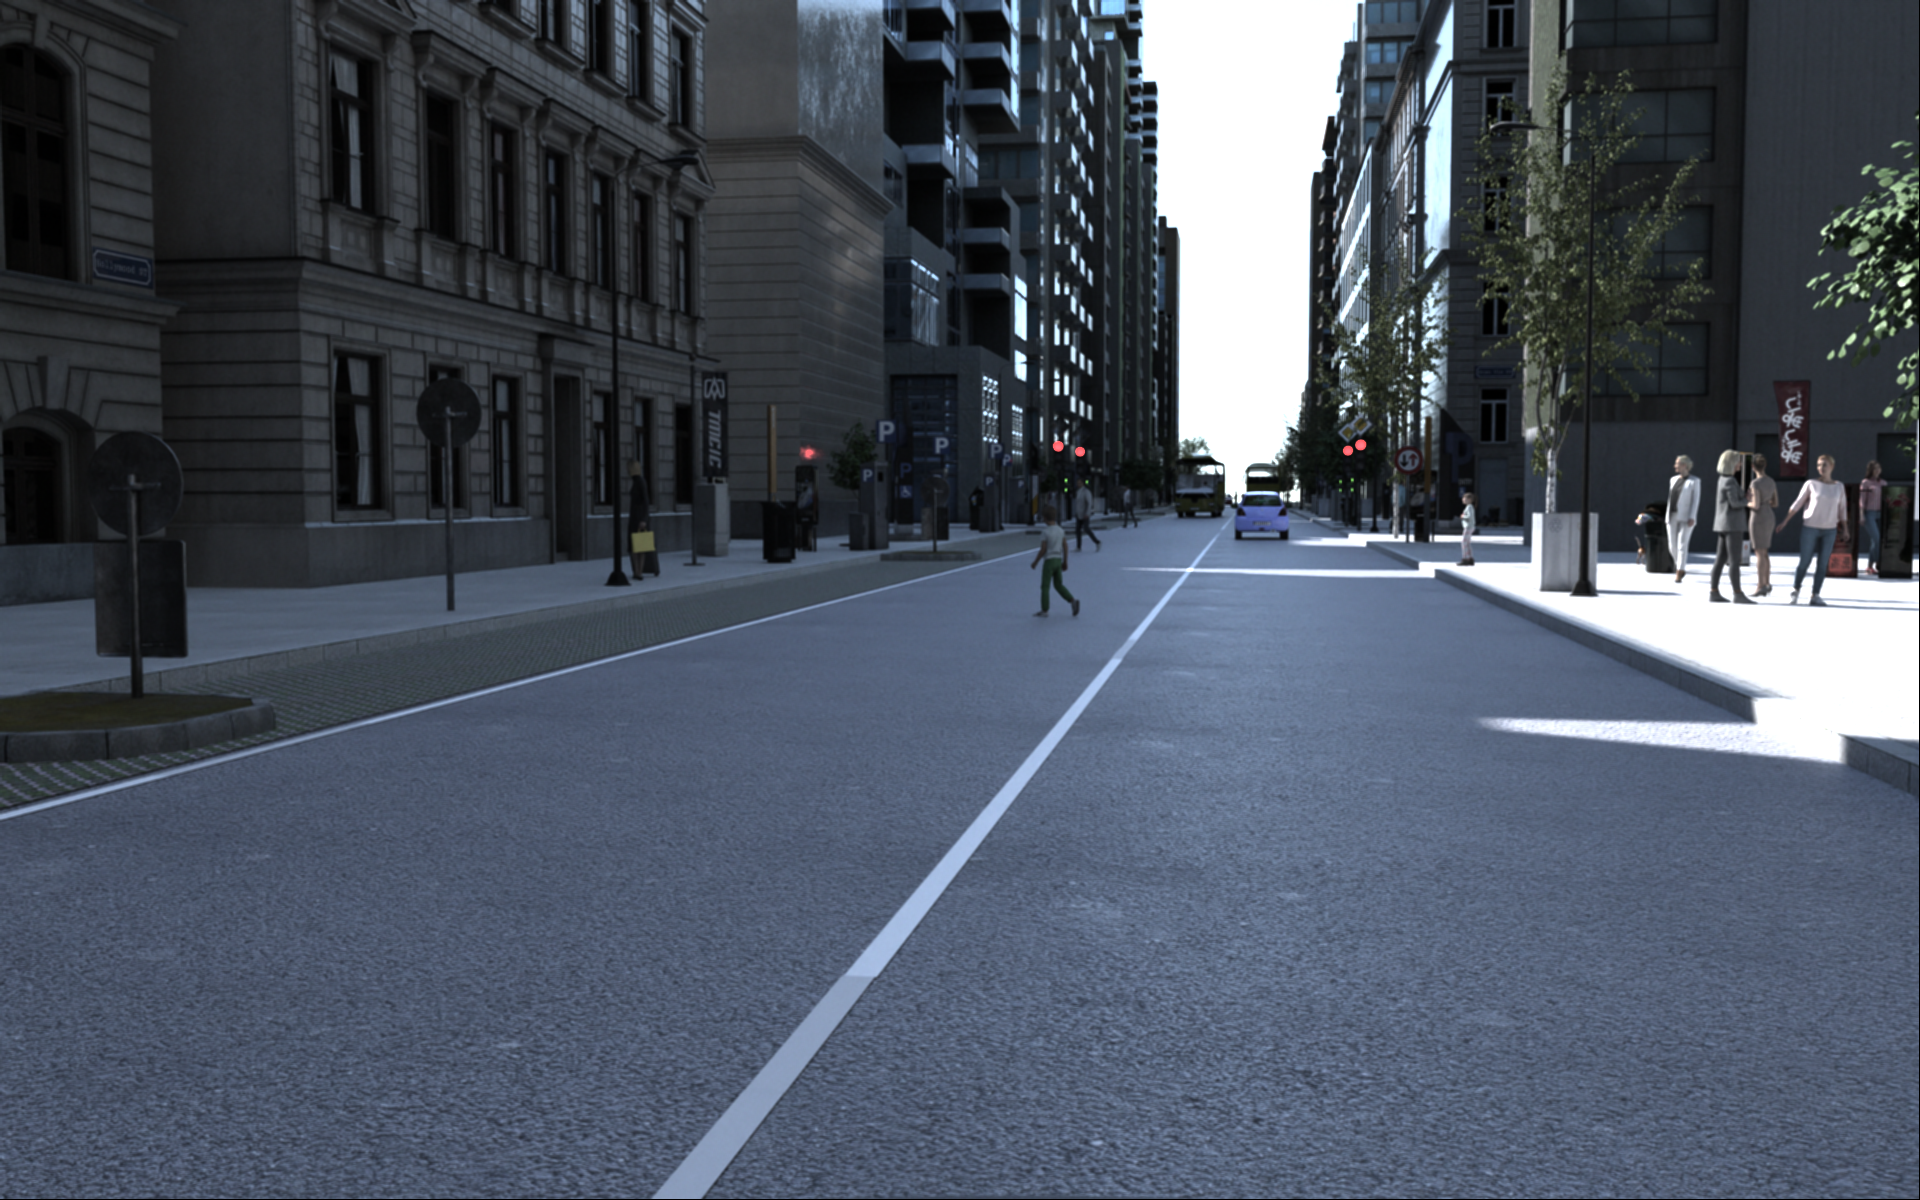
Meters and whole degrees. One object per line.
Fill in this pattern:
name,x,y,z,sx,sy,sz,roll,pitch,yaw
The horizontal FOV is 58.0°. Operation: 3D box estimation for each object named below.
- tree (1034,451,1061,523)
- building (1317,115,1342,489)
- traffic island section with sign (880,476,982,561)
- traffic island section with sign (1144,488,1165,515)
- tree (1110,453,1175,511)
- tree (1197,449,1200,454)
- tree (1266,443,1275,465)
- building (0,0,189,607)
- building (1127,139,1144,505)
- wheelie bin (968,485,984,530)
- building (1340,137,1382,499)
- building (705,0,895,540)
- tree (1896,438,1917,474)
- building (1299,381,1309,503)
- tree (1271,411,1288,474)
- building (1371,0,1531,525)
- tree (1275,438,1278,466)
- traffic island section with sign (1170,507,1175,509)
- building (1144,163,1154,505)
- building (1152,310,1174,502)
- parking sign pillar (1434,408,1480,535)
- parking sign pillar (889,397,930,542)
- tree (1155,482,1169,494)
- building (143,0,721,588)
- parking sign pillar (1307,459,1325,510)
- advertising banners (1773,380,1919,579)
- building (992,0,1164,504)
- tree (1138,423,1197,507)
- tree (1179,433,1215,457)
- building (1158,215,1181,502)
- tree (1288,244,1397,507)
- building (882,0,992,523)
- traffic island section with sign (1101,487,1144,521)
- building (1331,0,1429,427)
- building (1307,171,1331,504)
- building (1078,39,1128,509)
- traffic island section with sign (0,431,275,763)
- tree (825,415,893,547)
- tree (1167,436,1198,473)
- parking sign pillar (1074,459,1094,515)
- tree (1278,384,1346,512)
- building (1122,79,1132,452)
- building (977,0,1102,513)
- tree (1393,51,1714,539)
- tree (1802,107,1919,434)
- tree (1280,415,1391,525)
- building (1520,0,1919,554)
tree,3.732,-5.092,77.858,1.663,3.219,1.824,0,3,0
building,52.135,-33.140,196.459,22.147,44.769,28.867,1,4,10
traffic island section with sign,-0.573,-1.777,37.685,1.989,1.847,2.006,1,4,10
traffic island section with sign,13.058,-6.739,118.813,1.989,1.847,2.006,1,4,10
tree,13.390,-9.200,134.131,4.285,4.588,4.351,0,3,0
tree,33.746,-18.621,254.820,4.737,8.622,4.395,0,3,0
tree,38.270,-15.453,203.026,4.360,8.622,3.978,0,3,0
building,-18.253,-11.445,6.213,14.460,24.649,34.723,1,4,10
building,12.786,-31.269,194.843,14.154,41.232,14.086,1,4,10
wheelie bin,0.644,-3.296,61.801,0.693,1.594,0.980,0,4,2
building,37.611,-19.451,122.541,19.350,26.468,34.151,1,4,10
building,-15.425,-15.792,55.458,25.104,27.353,12.463,1,4,10
tree,17.996,-2.227,31.020,1.663,3.219,1.824,0,3,0
building,69.846,-26.762,282.601,27.650,21.520,28.899,1,4,10
tree,20.605,-9.072,98.687,4.737,8.622,4.395,0,3,0
building,29.268,-18.107,93.312,12.463,27.353,25.104,1,4,10
tree,36.797,-14.577,188.693,4.360,8.622,3.978,0,3,0
traffic island section with sign,21.432,-9.784,168.602,1.989,1.847,2.006,1,4,10
building,15.801,-32.134,208.984,14.154,41.232,14.086,1,4,10
building,25.748,-30.399,268.725,14.160,30.474,14.107,1,4,10
parking sign pillar,15.717,-4.054,54.762,1.447,3.967,1.447,-3,4,-38
parking sign pillar,-1.547,-3.602,47.357,1.447,3.967,1.447,0,4,-8
tree,22.511,-12.275,195.300,1.663,3.219,1.824,0,3,0
building,-11.983,-10.277,32.664,10.561,19.102,19.286,1,4,10
parking sign pillar,28.309,-9.122,137.615,1.447,3.967,1.447,0,4,-6
advertising banners,13.513,-1.851,26.444,2.074,3.025,0.090,1,4,21
building,18.236,-57.050,245.446,22.319,86.520,31.000,1,4,10
tree,20.826,-13.938,178.247,4.737,8.622,4.395,0,3,0
tree,39.493,-22.496,293.568,9.928,11.665,9.643,0,3,0
building,28.612,-38.655,282.117,14.600,45.320,14.200,1,4,10
tree,12.345,-6.075,49.693,4.737,8.622,4.395,0,3,0
building,-7.572,-47.537,89.894,22.319,86.520,31.000,1,4,10
traffic island section with sign,8.603,-5.113,92.227,1.989,1.847,2.006,1,4,10
building,47.706,-33.483,167.048,23.786,49.044,30.456,1,4,10
building,54.078,-35.653,233.044,14.600,45.320,14.200,1,4,10
building,6.881,-28.671,152.360,14.154,41.232,14.086,1,4,10
traffic island section with sign,-5.196,-0.092,10.139,1.989,1.847,2.006,1,4,10
tree,-2.375,-2.947,42.781,1.663,3.219,1.824,0,3,0
tree,27.378,-16.153,214.465,4.360,8.622,3.978,0,3,0
parking sign pillar,7.521,-7.207,106.303,1.447,3.967,1.447,-2,4,-27
tree,23.157,-9.903,112.279,4.360,8.622,3.978,0,3,0
building,5.611,-31.778,174.201,22.147,44.769,28.867,1,4,10
building,-1.910,-31.173,129.286,23.786,49.044,30.456,1,4,10
tree,10.470,-4.862,29.862,4.737,8.622,4.395,0,3,0
tree,7.303,-1.675,11.098,4.285,4.588,4.351,0,3,0
tree,16.238,-5.402,72.034,4.285,4.588,4.351,0,3,0
building,21.297,-16.600,43.115,14.160,30.474,14.107,1,4,10
